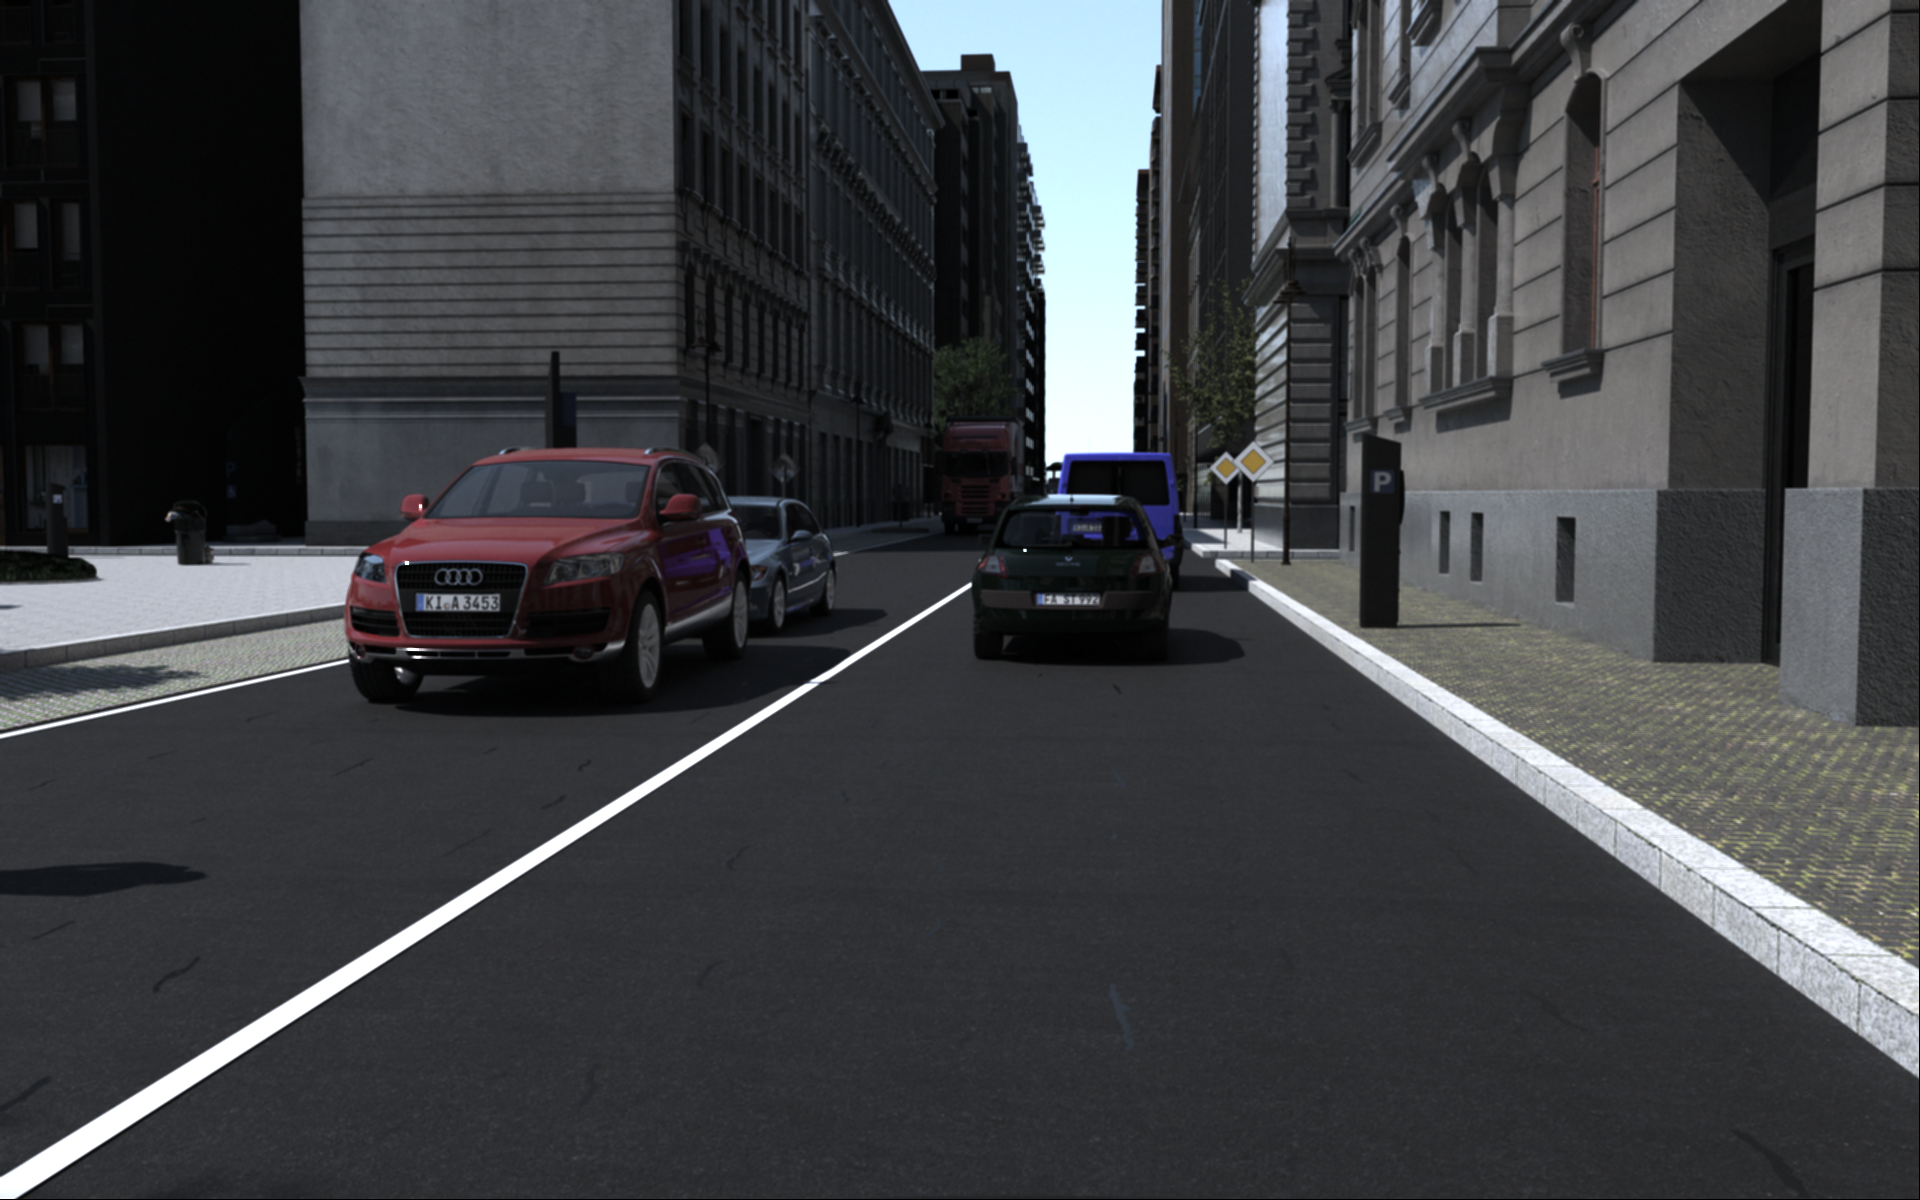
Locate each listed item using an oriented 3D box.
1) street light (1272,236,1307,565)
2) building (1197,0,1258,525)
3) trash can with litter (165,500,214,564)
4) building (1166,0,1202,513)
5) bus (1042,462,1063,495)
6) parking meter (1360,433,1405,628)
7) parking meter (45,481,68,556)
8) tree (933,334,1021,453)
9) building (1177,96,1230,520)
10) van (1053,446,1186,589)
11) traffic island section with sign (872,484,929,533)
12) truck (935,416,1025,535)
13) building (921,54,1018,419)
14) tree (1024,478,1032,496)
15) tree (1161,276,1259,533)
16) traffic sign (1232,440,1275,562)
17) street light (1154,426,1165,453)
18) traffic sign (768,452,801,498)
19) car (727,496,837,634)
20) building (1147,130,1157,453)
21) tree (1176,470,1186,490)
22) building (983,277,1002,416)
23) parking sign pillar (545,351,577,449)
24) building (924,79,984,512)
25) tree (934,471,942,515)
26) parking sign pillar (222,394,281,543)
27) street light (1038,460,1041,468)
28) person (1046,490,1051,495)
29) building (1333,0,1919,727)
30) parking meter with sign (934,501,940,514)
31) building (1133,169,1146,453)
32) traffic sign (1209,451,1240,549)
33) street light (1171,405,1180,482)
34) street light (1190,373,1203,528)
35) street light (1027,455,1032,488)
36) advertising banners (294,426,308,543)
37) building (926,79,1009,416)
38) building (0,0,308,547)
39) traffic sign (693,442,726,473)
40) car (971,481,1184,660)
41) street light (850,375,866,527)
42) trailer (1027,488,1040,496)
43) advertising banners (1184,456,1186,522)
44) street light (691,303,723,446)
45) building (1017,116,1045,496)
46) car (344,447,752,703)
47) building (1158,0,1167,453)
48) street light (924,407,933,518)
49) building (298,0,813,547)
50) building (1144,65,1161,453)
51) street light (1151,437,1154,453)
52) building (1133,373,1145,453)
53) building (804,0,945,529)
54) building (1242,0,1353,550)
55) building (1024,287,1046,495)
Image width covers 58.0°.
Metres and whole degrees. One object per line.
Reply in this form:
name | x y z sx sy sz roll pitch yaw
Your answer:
street light | 5.923 -3.578 31.281 0.468 5.910 1.993 0 4 5
building | 17.626 -17.071 72.612 14.314 27.812 24.014 0 4 5
trash can with litter | -14.043 -1.239 31.647 0.624 1.170 1.055 -1 4 -9
building | 21.963 -29.054 125.149 14.600 45.320 14.200 0 4 5
bus | 8.186 -8.784 135.161 2.896 3.916 12.252 0 4 6
parking meter | 4.056 -0.668 16.632 0.399 1.863 0.255 1 4 11
parking meter | -18.110 -1.610 34.729 0.372 1.533 0.369 0 3 0
tree | 0.296 -11.418 112.443 9.928 11.665 9.643 0 3 0
building | 21.025 -16.285 99.551 16.112 22.955 30.059 0 4 5
van | 2.546 -1.433 27.810 2.240 2.365 5.245 0 4 6
traffic island section with sign | -2.185 -3.403 64.260 1.989 1.847 2.006 0 4 5
truck | 0.912 -4.618 64.412 2.839 4.237 11.283 0 4 5
building | -1.281 -32.487 181.267 14.600 45.320 14.200 0 4 5
tree | 7.370 -12.069 191.930 1.663 3.219 1.824 0 3 0
tree | 9.054 -6.534 57.186 4.737 8.622 4.395 0 3 0
traffic sign | 5.490 -1.764 32.478 0.795 2.450 0.064 0 4 5
street light | 13.324 -8.689 114.853 0.468 5.910 1.993 0 4 5
traffic sign | -4.197 -2.308 41.381 0.795 2.450 0.064 0 4 5
car | -2.523 -0.446 19.292 2.014 1.417 4.499 0 4 7
building | 29.494 -34.011 206.198 14.600 45.320 14.200 0 4 5
tree | 14.417 -7.580 118.532 1.663 3.219 1.824 0 3 0
building | -11.223 -18.459 146.837 27.650 21.520 28.899 0 4 5
parking sign pillar | -7.728 -2.752 33.475 1.447 3.967 1.447 -1 4 -20
building | -5.792 -21.573 124.415 14.160 30.474 14.107 0 4 5
tree | -1.595 -6.735 104.723 1.663 3.219 1.824 0 3 0
parking sign pillar | -18.904 -3.526 46.117 1.447 3.967 1.447 2 4 25
street light | 10.310 -15.463 225.612 0.468 5.910 1.993 0 4 5
person | 6.004 -6.658 118.075 1.217 1.735 0.721 -1 4 -9
building | 12.128 -14.178 19.201 14.401 28.519 23.554 0 4 5
parking meter with sign | -2.123 -6.761 106.809 1.738 3.016 0.543 0 4 5
building | 34.151 -35.094 228.405 22.147 44.769 28.867 0 4 5
traffic sign | 6.203 -2.250 40.431 0.795 2.450 0.064 0 4 5
street light | 11.197 -7.158 89.825 0.468 5.910 1.993 0 4 5
street light | 8.865 -5.641 65.018 0.468 5.910 1.993 0 4 5
street light | 8.083 -13.946 200.796 0.468 5.910 1.993 0 4 5
advertising banners | -17.257 -3.038 45.865 0.090 3.025 2.074 0 4 -3
building | -2.726 -29.576 167.169 14.154 41.232 14.086 0 4 5
building | -27.927 -13.357 48.060 15.834 23.373 12.332 0 4 5
traffic sign | -4.911 -1.822 33.428 0.795 2.450 0.064 0 4 5
car | 1.118 -0.404 16.398 2.009 1.686 4.222 0 4 6
street light | -3.962 -5.785 67.377 0.468 5.910 1.993 0 4 5
trailer | 6.646 -9.189 157.284 1.471 1.999 3.904 0 4 6
advertising banners | 10.473 -5.169 80.694 0.090 3.025 2.074 1 4 9
street light | -6.134 -4.242 42.152 0.468 5.910 1.993 0 4 5
building | -2.341 -36.450 215.566 23.786 49.044 30.456 0 4 5
car | -3.009 -0.303 13.632 2.281 1.827 5.304 0 4 4
building | 27.400 -36.912 145.512 21.231 58.520 28.212 0 4 5
street light | -1.657 -7.309 92.285 0.468 5.910 1.993 0 4 5
building | -10.562 -12.298 50.216 9.793 20.994 18.267 0 4 5
building | 30.427 -31.836 175.136 22.147 44.769 28.867 0 4 5
street light | 15.695 -10.272 140.737 0.468 5.910 1.993 0 4 5
building | 39.884 -25.291 258.553 27.650 21.520 28.899 0 4 5
building | -11.074 -18.645 81.256 17.030 29.872 44.131 0 4 5
building | 17.127 -13.109 43.213 19.941 23.489 11.050 0 4 5
building | 4.480 -28.538 238.293 14.160 30.474 14.107 0 4 5
